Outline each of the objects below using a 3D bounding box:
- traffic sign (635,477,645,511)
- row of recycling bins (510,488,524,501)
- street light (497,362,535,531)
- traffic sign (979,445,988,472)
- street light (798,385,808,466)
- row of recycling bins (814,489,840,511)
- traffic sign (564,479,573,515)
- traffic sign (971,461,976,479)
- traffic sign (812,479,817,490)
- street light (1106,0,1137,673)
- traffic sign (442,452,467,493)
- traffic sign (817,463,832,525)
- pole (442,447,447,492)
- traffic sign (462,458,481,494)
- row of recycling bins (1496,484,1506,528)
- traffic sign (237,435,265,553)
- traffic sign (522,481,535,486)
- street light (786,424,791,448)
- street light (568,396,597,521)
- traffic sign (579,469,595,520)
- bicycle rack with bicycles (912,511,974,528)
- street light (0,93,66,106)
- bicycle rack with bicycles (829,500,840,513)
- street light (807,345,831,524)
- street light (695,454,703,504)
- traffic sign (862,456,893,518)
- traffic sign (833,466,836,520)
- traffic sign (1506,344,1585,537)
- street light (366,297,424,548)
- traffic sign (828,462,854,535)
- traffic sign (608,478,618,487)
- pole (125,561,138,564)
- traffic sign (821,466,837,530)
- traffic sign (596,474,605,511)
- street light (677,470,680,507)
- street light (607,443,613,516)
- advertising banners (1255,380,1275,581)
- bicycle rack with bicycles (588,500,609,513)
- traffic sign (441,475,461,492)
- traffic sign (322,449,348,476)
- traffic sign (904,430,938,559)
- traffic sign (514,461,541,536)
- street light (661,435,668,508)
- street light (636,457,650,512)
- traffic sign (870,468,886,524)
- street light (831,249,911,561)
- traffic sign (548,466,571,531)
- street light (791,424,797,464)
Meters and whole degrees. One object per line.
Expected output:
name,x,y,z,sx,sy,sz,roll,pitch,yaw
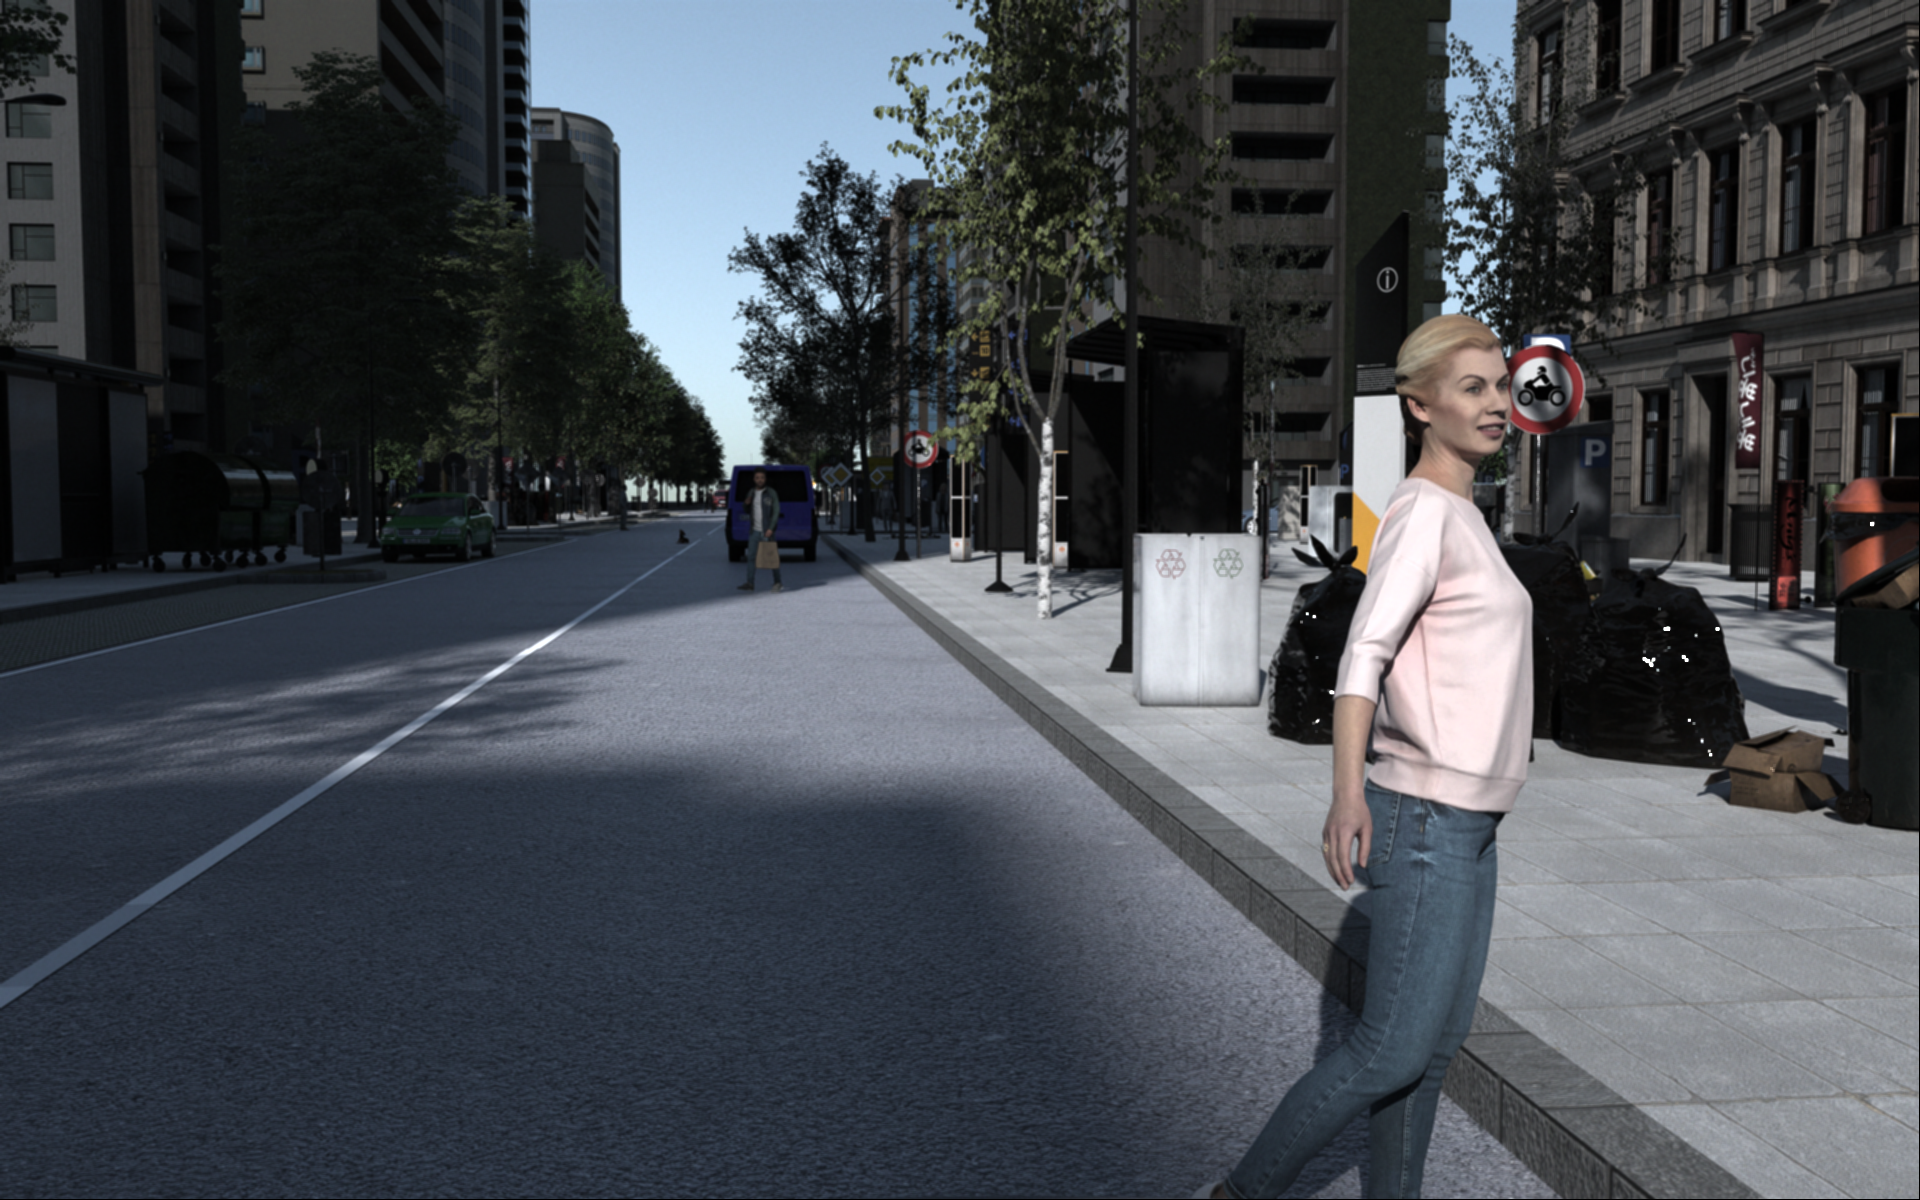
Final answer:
traffic sign,-23.872,-7.903,129.314,0.768,2.556,0.104,0,4,-3
row of recycling bins,-29.613,-6.642,115.705,3.534,1.692,1.069,3,5,42
street light,-15.642,-5.407,60.941,1.470,5.913,1.316,0,4,-6
traffic sign,0.838,-2.571,42.141,0.768,2.556,0.104,0,3,0
street light,-5.967,-6.150,73.100,1.470,5.913,1.316,0,4,-6
row of recycling bins,-10.775,-7.647,132.135,3.534,1.692,1.069,-1,4,-10
traffic sign,-24.515,-6.587,107.697,0.884,2.594,0.081,0,4,-2
traffic sign,0.223,-3.850,63.046,0.768,2.556,0.104,0,4,2
traffic sign,-9.649,-6.908,114.129,0.795,2.450,0.064,0,4,3
street light,0.691,-2.434,12.339,1.470,5.913,1.316,0,4,-6
traffic sign,-15.324,-3.206,52.530,0.768,2.556,0.104,0,4,1
traffic sign,-5.552,-4.411,72.220,0.768,2.556,0.104,0,4,3
pole,-21.972,-4.893,73.848,0.158,3.312,0.155,0,3,0
traffic sign,-17.313,-3.738,61.215,0.768,2.556,0.104,0,4,0
row of recycling bins,20.631,-3.631,66.473,1.069,1.692,3.534,-3,5,-39
traffic sign,-15.366,-2.292,37.576,0.768,2.556,0.104,0,4,-4
traffic sign,-21.604,-5.176,86.762,0.606,2.300,0.079,0,4,-4
street light,-10.671,-8.715,115.026,1.470,5.913,1.316,0,4,-6
street light,-17.904,-6.702,82.118,1.470,5.913,1.316,0,4,-6
traffic sign,-18.629,-5.287,86.542,0.768,2.556,0.104,0,4,-5
bicycle rack with bicycles,-0.221,-3.224,66.101,2.925,0.926,2.852,0,4,8
street light,-11.072,-2.915,20.197,1.470,5.913,1.316,0,4,-6
bicycle rack with bicycles,-7.344,-6.293,116.266,2.852,0.926,2.925,2,4,28
street light,-3.902,-4.972,53.832,1.470,5.913,1.316,0,4,-6
street light,-30.652,-13.843,198.876,1.470,5.913,1.316,0,4,-6
traffic sign,-4.178,-6.091,93.454,2.265,3.308,0.079,0,4,2
traffic sign,-5.684,-4.732,77.476,0.768,2.556,0.104,0,4,1
traffic sign,4.941,-0.900,14.827,0.768,2.556,0.104,0,4,-6
street light,-13.349,-4.183,40.940,1.470,5.913,1.316,0,4,-6
traffic sign,-3.708,-3.074,53.903,0.795,2.450,0.064,0,4,-6
traffic sign,-27.064,-8.257,135.104,0.768,2.556,0.104,0,4,1
pole,-15.140,-2.307,31.564,0.158,3.312,0.155,0,3,0
traffic sign,-4.578,-3.560,61.840,0.795,2.450,0.064,0,4,-6
traffic sign,-22.793,-6.683,109.372,0.768,2.556,0.104,0,4,-4
street light,-26.117,-11.306,157.388,1.470,5.913,1.316,0,4,-6
street light,-20.295,-7.977,102.969,1.470,5.913,1.316,0,4,-6
advertising banners,4.614,-1.829,26.091,0.090,3.025,2.074,1,4,16
bicycle rack with bicycles,-23.685,-6.202,114.782,2.852,0.926,2.925,1,4,10
traffic sign,-22.551,-4.693,76.727,0.884,2.594,0.081,0,4,1
traffic sign,-14.308,-2.296,39.670,0.606,2.300,0.079,0,4,2
traffic sign,-0.816,-2.094,34.336,0.768,2.556,0.104,0,4,-5
traffic sign,-13.197,-3.012,52.886,0.795,2.450,0.064,0,4,-6
street light,-23.978,-10.033,136.573,1.470,5.913,1.316,0,4,-6
street light,-22.474,-9.247,123.722,1.470,5.913,1.316,0,4,-6
traffic sign,-3.615,-4.539,75.404,0.795,2.450,0.064,0,4,-3
street light,-1.653,-3.702,33.074,1.470,5.913,1.316,0,4,-6
traffic sign,-14.068,-3.497,60.824,0.795,2.450,0.064,0,4,-6
street light,-8.270,-7.419,93.839,1.470,5.913,1.316,0,4,-6
